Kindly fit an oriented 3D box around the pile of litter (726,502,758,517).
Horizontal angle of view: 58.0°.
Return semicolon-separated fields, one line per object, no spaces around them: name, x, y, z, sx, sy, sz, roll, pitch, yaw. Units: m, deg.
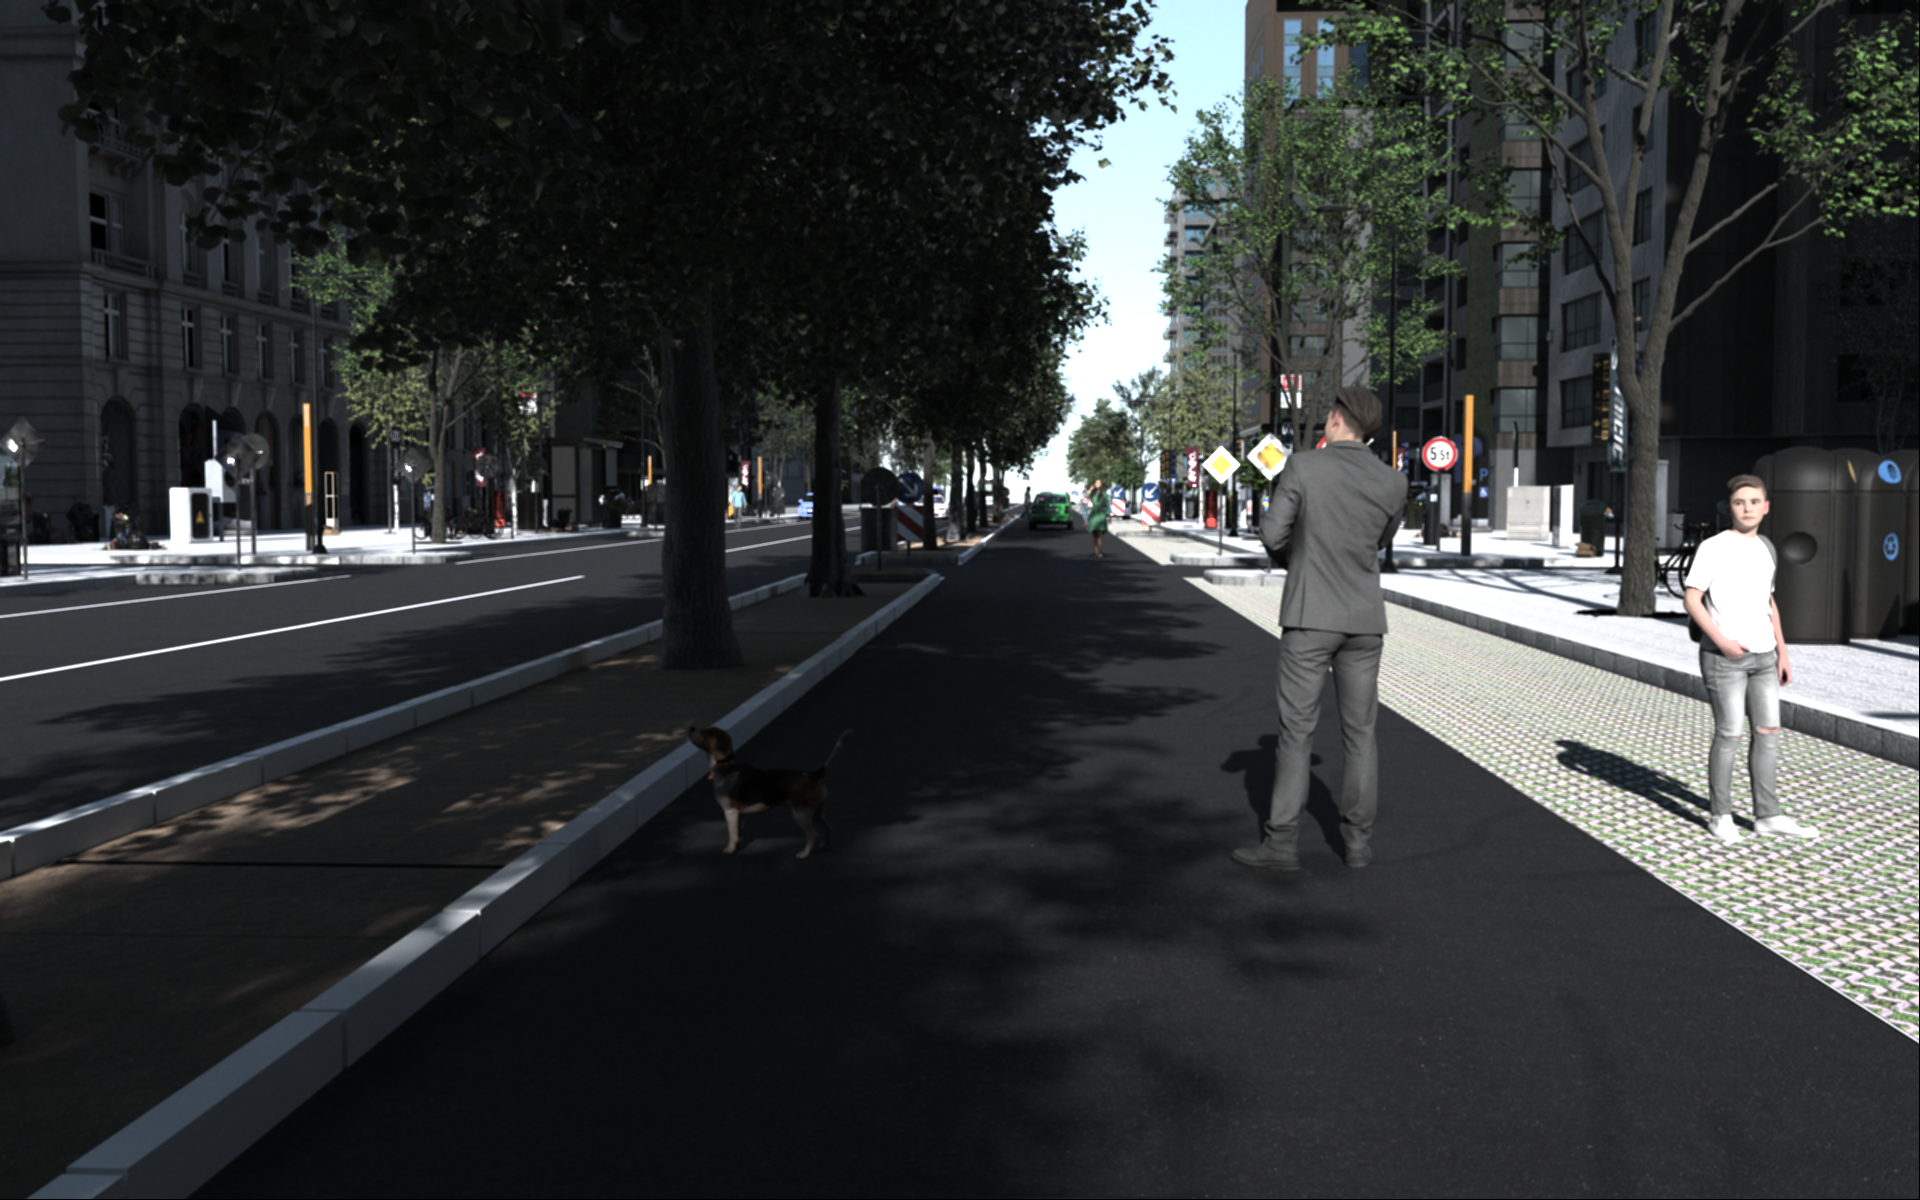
pile of litter;-12.216;-5.123;97.732;1.719;0.858;1.176;0;4;-1

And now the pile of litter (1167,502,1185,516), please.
pile of litter;12.604;-5.444;102.974;1.176;0.858;1.719;-2;4;-32

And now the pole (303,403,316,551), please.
pole;-14.678;-2.766;39.070;0.158;3.312;0.155;0;3;0

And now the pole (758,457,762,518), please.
pole;-10.888;-6.146;94.334;0.158;3.312;0.155;0;3;0

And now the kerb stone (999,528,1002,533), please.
kerb stone;1.315;-2.354;60.680;0.120;0.150;1.000;0;4;3

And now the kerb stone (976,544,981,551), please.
kerb stone;0.365;-1.223;42.259;0.120;0.150;1.000;0;4;3

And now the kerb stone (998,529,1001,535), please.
kerb stone;1.214;-2.225;58.635;0.120;0.150;1.000;0;4;3

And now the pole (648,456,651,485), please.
pole;-16.546;-6.031;92.445;0.158;3.312;0.155;0;3;0

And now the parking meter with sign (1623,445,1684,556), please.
parking meter with sign;14.304;-2.422;35.854;1.738;3.016;0.543;-2;4;-33

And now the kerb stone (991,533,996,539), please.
kerb stone;0.944;-1.915;53.513;0.120;0.150;1.000;0;4;3

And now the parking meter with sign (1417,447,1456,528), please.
parking meter with sign;18.045;-4.201;64.949;1.738;3.016;0.543;0;4;5

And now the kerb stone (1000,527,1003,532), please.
kerb stone;1.363;-2.417;61.713;0.120;0.150;1.000;0;4;3

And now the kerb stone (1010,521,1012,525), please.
kerb stone;2.099;-3.292;76.027;0.120;0.150;1.000;0;4;3

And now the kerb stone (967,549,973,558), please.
kerb stone;0.156;-0.975;38.140;0.120;0.150;1.000;0;4;3

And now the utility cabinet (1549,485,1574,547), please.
utility cabinet;14.530;-2.025;41.786;0.318;1.500;1.173;1;4;11

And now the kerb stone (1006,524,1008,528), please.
kerb stone;1.728;-2.855;68.877;0.120;0.150;1.000;0;4;3

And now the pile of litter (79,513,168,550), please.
pile of litter;-19.213;-1.597;40.073;1.719;0.858;1.176;2;4;24

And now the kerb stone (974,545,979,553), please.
kerb stone;0.310;-1.164;41.224;0.120;0.150;1.000;0;4;3

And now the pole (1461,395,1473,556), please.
pole;10.482;-2.566;35.794;0.158;3.312;0.155;0;3;0

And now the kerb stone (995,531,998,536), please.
kerb stone;1.049;-2.037;55.556;0.120;0.150;1.000;0;4;3

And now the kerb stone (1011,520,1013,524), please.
kerb stone;2.201;-3.418;78.072;0.120;0.150;1.000;0;4;3

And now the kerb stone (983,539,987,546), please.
kerb stone;0.568;-1.478;46.358;0.120;0.150;1.000;0;4;3

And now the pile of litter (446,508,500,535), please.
pile of litter;-15.440;-2.486;54.617;1.719;0.858;1.176;0;4;-4

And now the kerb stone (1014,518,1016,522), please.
kerb stone;2.518;-3.793;84.204;0.120;0.150;1.000;0;4;3

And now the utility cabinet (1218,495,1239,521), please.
utility cabinet;13.010;-4.454;83.983;1.020;1.237;0.306;1;4;22

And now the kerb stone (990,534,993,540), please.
kerb stone;0.836;-1.791;51.472;0.120;0.150;1.000;0;4;3

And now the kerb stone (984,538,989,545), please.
kerb stone;0.635;-1.536;47.378;0.120;0.150;1.000;0;4;3

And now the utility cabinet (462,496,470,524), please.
utility cabinet;-20.992;-3.816;73.549;0.306;1.237;1.020;-1;4;-14

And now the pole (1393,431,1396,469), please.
pole;14.024;-3.808;56.097;0.158;3.312;0.155;0;3;0

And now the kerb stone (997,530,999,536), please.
kerb stone;1.152;-2.158;57.602;0.120;0.150;1.000;0;4;3

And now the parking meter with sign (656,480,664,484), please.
parking meter with sign;-16.058;-5.955;93.626;1.738;3.016;0.543;3;4;36

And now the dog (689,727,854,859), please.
dog;-0.754;0.758;6.890;0.540;0.507;0.406;-2;4;-33

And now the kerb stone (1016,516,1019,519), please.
kerb stone;2.891;-4.231;91.369;0.120;0.150;1.000;0;4;3

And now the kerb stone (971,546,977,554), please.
kerb stone;0.256;-1.101;40.202;0.120;0.150;1.000;0;4;3

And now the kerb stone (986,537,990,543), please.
kerb stone;0.682;-1.599;48.409;0.120;0.150;1.000;0;4;3

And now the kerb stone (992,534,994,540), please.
kerb stone;0.890;-1.849;52.493;0.120;0.150;1.000;0;4;3

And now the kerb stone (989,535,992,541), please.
kerb stone;0.778;-1.728;50.451;0.120;0.150;1.000;0;4;3

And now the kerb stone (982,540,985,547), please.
kerb stone;0.521;-1.415;45.330;0.120;0.150;1.000;0;4;3

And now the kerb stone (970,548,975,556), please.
kerb stone;0.210;-1.034;39.173;0.120;0.150;1.000;0;4;3

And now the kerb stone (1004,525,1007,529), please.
kerb stone;1.632;-2.730;66.831;0.120;0.150;1.000;0;4;3

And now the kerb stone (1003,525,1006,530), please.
kerb stone;1.576;-2.665;65.811;0.120;0.150;1.000;0;4;3

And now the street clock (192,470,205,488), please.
street clock;-22.574;-2.868;51.470;0.471;2.002;0.358;2;4;33

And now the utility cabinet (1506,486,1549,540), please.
utility cabinet;15.614;-2.382;47.620;0.318;1.500;1.173;-3;4;-37

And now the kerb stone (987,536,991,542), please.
kerb stone;0.733;-1.666;49.429;0.120;0.150;1.000;0;4;3

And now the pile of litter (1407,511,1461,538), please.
pile of litter;14.100;-2.288;51.366;1.176;0.858;1.719;-2;4;-26

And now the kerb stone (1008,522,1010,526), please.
kerb stone;1.943;-3.100;72.959;0.120;0.150;1.000;0;4;3

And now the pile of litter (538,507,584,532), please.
pile of litter;-13.325;-2.703;58.164;1.719;0.858;1.176;1;4;15

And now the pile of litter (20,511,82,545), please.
pile of litter;-23.443;-1.855;44.291;1.719;0.858;1.176;0;4;3

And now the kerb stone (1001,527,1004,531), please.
kerb stone;1.420;-2.473;62.734;0.120;0.150;1.000;0;4;3

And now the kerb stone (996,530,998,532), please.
kerb stone;1.096;-2.103;56.577;0.120;0.150;1.000;0;4;3

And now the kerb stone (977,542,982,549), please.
kerb stone;0.419;-1.290;43.283;0.120;0.150;1.000;0;4;3

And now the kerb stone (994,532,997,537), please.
kerb stone;0.997;-1.978;54.535;0.120;0.150;1.000;0;4;3

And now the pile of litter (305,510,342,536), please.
pile of litter;-19.966;-2.464;54.259;1.176;0.858;1.719;0;4;-1

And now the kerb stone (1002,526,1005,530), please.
kerb stone;1.475;-2.540;63.770;0.120;0.150;1.000;0;4;3

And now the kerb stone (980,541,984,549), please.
kerb stone;0.469;-1.352;44.303;0.120;0.150;1.000;0;4;3

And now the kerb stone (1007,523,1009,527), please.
kerb stone;1.836;-2.980;70.918;0.120;0.150;1.000;0;4;3
